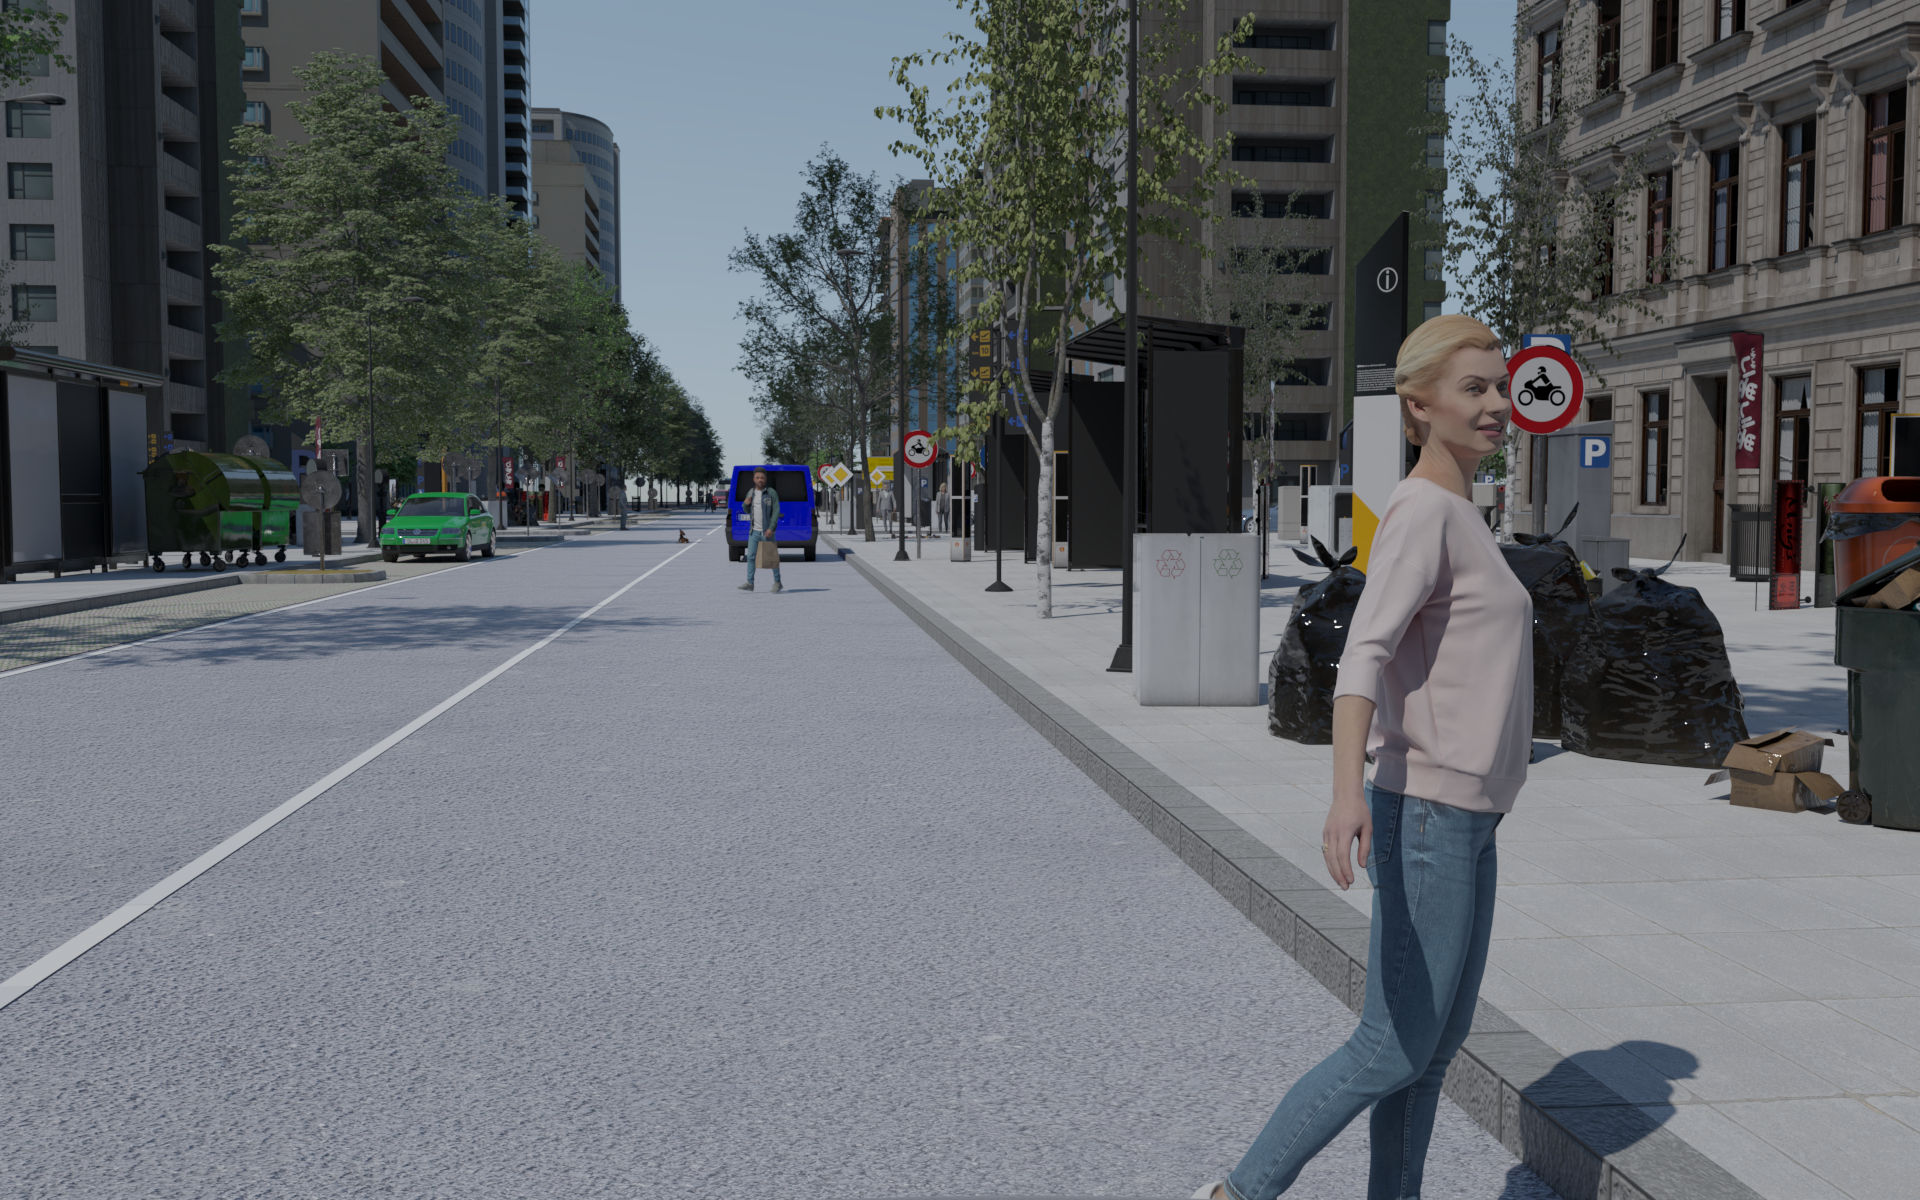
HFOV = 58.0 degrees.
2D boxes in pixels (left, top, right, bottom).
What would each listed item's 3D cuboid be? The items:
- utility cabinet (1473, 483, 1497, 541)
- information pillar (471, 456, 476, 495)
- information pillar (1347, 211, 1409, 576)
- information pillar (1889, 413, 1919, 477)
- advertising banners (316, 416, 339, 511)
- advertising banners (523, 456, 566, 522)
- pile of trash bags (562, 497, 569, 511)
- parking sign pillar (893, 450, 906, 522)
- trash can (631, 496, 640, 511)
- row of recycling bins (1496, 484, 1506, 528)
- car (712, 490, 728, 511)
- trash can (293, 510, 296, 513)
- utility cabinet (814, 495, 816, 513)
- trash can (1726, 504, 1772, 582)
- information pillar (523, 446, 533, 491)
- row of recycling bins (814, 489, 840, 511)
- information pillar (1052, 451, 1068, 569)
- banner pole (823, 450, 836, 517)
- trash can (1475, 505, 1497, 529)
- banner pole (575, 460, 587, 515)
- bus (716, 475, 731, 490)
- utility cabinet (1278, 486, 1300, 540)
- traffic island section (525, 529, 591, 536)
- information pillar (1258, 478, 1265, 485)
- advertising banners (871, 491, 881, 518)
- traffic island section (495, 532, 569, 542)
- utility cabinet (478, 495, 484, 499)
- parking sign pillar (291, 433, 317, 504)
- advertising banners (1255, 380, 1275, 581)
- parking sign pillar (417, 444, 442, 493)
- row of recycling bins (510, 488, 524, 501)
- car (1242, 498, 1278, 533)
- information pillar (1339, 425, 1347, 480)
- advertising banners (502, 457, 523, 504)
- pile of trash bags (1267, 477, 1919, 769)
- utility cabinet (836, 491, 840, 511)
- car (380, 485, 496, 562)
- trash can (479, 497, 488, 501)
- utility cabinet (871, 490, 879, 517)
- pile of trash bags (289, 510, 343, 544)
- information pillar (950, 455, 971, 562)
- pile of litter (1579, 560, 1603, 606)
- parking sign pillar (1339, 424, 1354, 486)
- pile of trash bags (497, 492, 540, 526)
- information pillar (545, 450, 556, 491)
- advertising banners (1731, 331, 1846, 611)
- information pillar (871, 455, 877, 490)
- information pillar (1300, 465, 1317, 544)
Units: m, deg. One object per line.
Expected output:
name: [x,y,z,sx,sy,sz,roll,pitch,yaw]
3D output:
utility cabinet: [10.156,-1.602,34.869,1.173,1.500,0.318,2,4,31]
information pillar: [-29.837,-7.015,106.045,0.183,3.616,0.504,2,4,34]
information pillar: [3.549,-1.422,14.602,0.183,3.616,0.504,-3,5,-41]
information pillar: [8.691,-0.698,15.907,0.304,2.012,0.304,2,4,28]
advertising banners: [-14.001,-2.576,38.306,0.090,3.025,2.074,-2,4,-31]
advertising banners: [-19.263,-5.164,80.612,2.074,3.025,0.090,1,4,15]
pile of trash bags: [-30.321,-7.352,129.951,1.912,1.369,3.447,-1,4,-11]
parking sign pillar: [-2.358,-5.521,78.745,1.447,3.967,1.447,1,4,20]
trash can: [-24.367,-7.252,130.228,0.748,1.137,0.748,0,3,0]
row of recycling bins: [20.631,-3.631,66.473,1.069,1.692,3.534,-3,5,-39]
car: [-20.544,-8.680,150.593,2.281,1.827,5.304,0,4,-6]
trash can: [-19.163,-2.297,49.208,0.748,1.137,0.748,0,3,0]
utility cabinet: [-9.788,-6.222,112.895,0.306,1.237,1.020,2,4,29]
trash can: [11.618,-0.839,25.367,0.748,1.137,0.748,0,3,0]
information pillar: [-20.828,-5.636,83.509,0.504,3.616,0.183,1,4,14]
row of recycling bins: [-10.775,-7.647,132.135,3.534,1.692,1.069,-1,4,-10]
information pillar: [1.742,-1.546,29.767,0.304,2.012,0.304,0,4,-2]
banner pole: [-7.329,-6.595,97.844,0.863,3.779,0.401,-3,4,-37]
trash can: [6.256,-0.600,21.465,0.748,1.137,0.748,0,3,0]
banner pole: [-23.423,-7.146,106.850,0.401,3.779,0.863,3,5,43]
bus: [-25.610,-12.211,194.516,2.948,3.499,13.247,0,4,-5]
utility cabinet: [9.437,-2.418,48.213,1.173,1.500,0.318,-1,4,-19]
traffic island section: [-14.091,-2.361,60.883,2.009,0.180,2.903,0,4,-6]
information pillar: [13.463,-4.468,77.540,0.304,2.012,0.304,-1,4,-14]
advertising banners: [-3.803,-6.164,96.962,2.074,3.025,0.090,-1,4,-17]
traffic island section: [-13.220,-1.876,52.945,2.009,0.180,2.903,0,4,-6]
utility cabinet: [-32.591,-6.527,117.874,0.306,1.237,1.020,-1,4,-9]
parking sign pillar: [-28.697,-5.363,76.149,1.447,3.967,1.447,0,4,-7]
advertising banners: [4.614,-1.829,26.091,0.090,3.025,2.074,1,4,16]
parking sign pillar: [-29.237,-6.591,96.242,1.447,3.967,1.447,1,4,10]
row of recycling bins: [-29.613,-6.642,115.705,3.534,1.692,1.069,3,5,42]
car: [11.428,-2.949,60.225,4.499,1.417,2.014,0,4,-8]
information pillar: [12.228,-3.885,54.872,0.504,3.616,0.183,-2,4,-27]
advertising banners: [-20.557,-5.238,81.834,2.074,3.025,0.090,-1,4,-20]
pile of trash bags: [3.394,0.053,8.894,3.447,1.369,1.912,0,4,-4]
utility cabinet: [-9.315,-7.431,130.173,0.318,1.500,1.173,-3,5,-41]
car: [-11.288,-1.763,37.623,1.959,1.807,4.718,0,4,-5]
trash can: [-21.388,-4.105,78.771,0.748,1.137,0.748,0,3,0]
utility cabinet: [-5.057,-5.285,95.081,1.173,1.500,0.318,0,4,3]
pile of trash bags: [-17.806,-2.164,45.129,3.447,1.369,1.912,0,4,-3]
information pillar: [0.015,-1.722,32.646,0.304,2.012,0.304,2,4,29]
pile of litter: [4.360,0.089,12.507,1.719,0.858,1.176,2,4,33]
parking sign pillar: [11.389,-3.710,49.130,1.447,3.967,1.447,-2,4,-31]
pile of trash bags: [-18.307,-3.696,70.177,1.912,1.369,3.447,-2,4,-27]
information pillar: [-19.567,-5.586,82.684,0.504,3.616,0.183,-1,4,-16]
advertising banners: [9.168,-1.403,19.124,2.074,3.025,0.090,-2,4,-28]
information pillar: [-5.192,-6.879,103.827,0.504,3.616,0.183,1,4,16]
information pillar: [8.908,-2.434,44.290,0.304,2.012,0.304,-3,4,-38]
